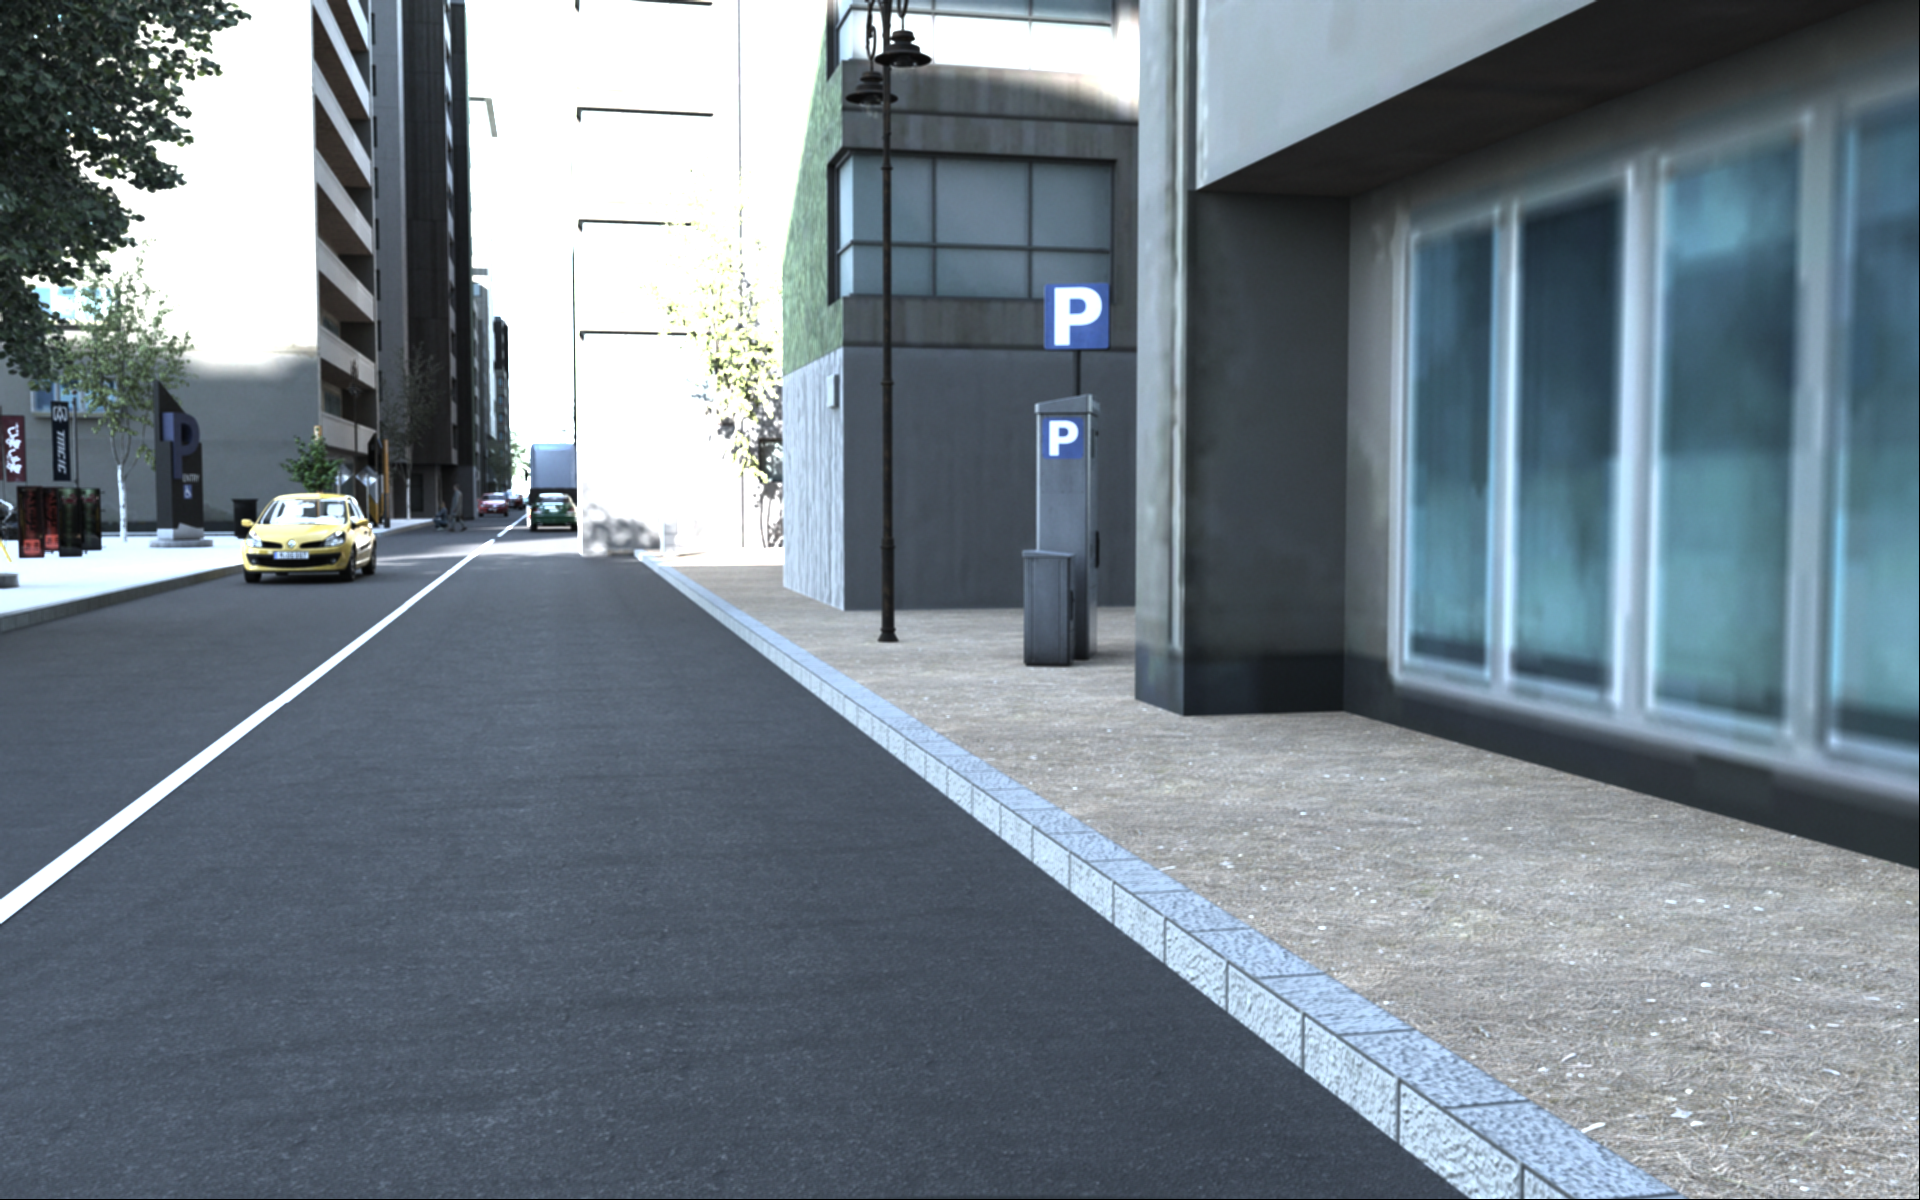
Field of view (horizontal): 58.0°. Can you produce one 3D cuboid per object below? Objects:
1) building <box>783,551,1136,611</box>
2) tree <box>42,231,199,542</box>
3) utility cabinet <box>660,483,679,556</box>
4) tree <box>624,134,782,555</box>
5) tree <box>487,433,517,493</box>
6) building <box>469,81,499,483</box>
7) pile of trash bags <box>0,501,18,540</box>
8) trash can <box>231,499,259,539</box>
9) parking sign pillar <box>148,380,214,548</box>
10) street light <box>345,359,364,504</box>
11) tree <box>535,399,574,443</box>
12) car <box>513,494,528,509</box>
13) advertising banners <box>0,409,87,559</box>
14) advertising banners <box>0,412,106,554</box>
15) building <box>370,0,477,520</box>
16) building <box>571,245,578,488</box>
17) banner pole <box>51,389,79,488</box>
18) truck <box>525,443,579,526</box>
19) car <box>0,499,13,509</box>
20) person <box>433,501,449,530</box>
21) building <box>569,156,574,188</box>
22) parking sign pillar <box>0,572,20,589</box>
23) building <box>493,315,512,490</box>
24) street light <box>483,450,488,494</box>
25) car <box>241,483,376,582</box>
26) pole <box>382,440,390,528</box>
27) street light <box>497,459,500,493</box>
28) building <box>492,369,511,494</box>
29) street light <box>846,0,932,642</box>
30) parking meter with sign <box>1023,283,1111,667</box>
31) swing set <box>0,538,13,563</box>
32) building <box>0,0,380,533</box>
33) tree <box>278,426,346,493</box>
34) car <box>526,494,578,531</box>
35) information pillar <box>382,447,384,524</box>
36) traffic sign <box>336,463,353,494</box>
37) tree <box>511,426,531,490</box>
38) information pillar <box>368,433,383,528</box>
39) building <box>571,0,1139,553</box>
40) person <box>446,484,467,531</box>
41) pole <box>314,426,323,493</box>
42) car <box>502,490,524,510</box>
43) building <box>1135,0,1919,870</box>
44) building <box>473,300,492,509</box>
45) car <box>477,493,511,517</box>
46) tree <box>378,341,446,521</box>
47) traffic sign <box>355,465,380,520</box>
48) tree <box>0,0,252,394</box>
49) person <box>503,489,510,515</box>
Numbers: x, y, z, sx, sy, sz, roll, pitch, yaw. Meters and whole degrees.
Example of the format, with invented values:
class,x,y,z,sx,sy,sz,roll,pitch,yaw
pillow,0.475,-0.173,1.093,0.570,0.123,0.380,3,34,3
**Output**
class,x,y,z,sx,sy,sz,roll,pitch,yaw
building,4.002,-20.941,25.982,14.154,41.232,14.086,-1,4,-13
tree,-22.208,-5.834,45.751,4.737,8.622,4.395,0,3,0
utility cabinet,-5.967,-1.647,35.610,0.318,1.500,1.173,-1,4,-13
tree,-4.829,-5.259,36.351,4.737,8.622,4.395,0,3,0
tree,-55.290,-15.740,207.717,4.360,8.622,3.978,0,3,0
building,-74.176,-38.763,223.007,28.713,52.752,27.495,-1,4,-13
pile of trash bags,-27.578,-2.315,47.609,3.447,1.369,1.912,-3,5,-42
trash can,-20.452,-2.319,49.565,0.748,1.137,0.748,0,3,0
parking sign pillar,-18.801,-3.255,41.696,1.447,3.967,1.447,0,4,8
street light,-20.735,-5.302,59.470,0.468,5.910,1.993,-1,4,-13
tree,-48.175,-18.778,217.393,12.009,13.543,11.850,0,3,0
car,-42.693,-9.803,169.075,1.959,1.807,4.718,-1,4,-15
advertising banners,-18.617,-2.356,34.705,0.090,3.025,2.074,3,5,40
advertising banners,-20.358,-2.610,38.857,2.074,3.025,0.090,-2,4,-29
building,-33.620,-19.623,92.542,14.160,30.474,14.107,-1,4,-13
building,-38.231,-26.385,203.090,14.160,30.474,14.107,-1,4,-13
banner pole,-21.256,-3.135,41.267,0.401,3.779,0.863,2,4,25
truck,-19.925,-5.822,84.955,2.967,4.110,18.799,-1,4,-13
car,-29.975,-2.623,53.111,3.980,1.641,2.015,-1,4,-11
person,-20.795,-3.370,69.093,0.738,1.151,1.012,0,4,-2
building,-44.791,-41.353,265.356,28.713,52.752,27.495,-1,4,-13
parking sign pillar,-13.690,-2.148,23.584,1.447,3.967,1.447,-2,4,-32
building,-78.452,-30.699,273.635,14.160,30.474,14.107,-1,4,-13
street light,-47.156,-12.192,172.124,0.468,5.910,1.993,-1,4,-13
car,-11.020,-1.175,29.431,2.015,1.641,3.980,-1,4,-11
pole,-21.468,-4.340,64.795,0.158,3.312,0.155,0,3,0
street light,-57.271,-14.828,215.219,0.468,5.910,1.993,-1,4,-13
building,-79.912,-24.862,251.525,27.650,21.520,28.899,-1,4,-13
street light,-0.626,-2.575,14.895,0.468,5.910,1.993,-1,4,-13
parking meter with sign,0.823,-1.061,13.617,0.543,3.016,1.738,1,4,10
swing set,-19.021,-2.036,30.911,2.862,2.851,3.119,0,4,-6
building,-34.516,-27.008,65.278,21.300,48.544,21.600,-1,4,-13
tree,-18.322,-3.360,49.538,1.663,3.219,1.824,0,3,0
car,-15.997,-3.452,68.233,2.131,1.459,4.920,-1,4,-13
information pillar,-24.520,-5.014,73.333,0.183,3.616,0.504,-3,4,-36
traffic sign,-18.440,-2.927,51.495,0.795,2.450,0.064,-1,4,-13
tree,-74.415,-22.582,287.343,7.486,12.596,7.792,0,3,0
information pillar,-22.435,-4.579,66.218,0.504,3.616,0.183,3,4,39
building,-3.436,-22.220,46.884,14.154,41.232,14.086,-1,4,-13
person,-19.478,-3.571,66.981,0.767,1.812,0.694,-1,4,-10
pole,-19.194,-3.549,51.866,0.158,3.312,0.155,0,3,0
car,-40.442,-9.013,156.032,2.281,1.827,5.304,-1,4,-13
building,13.857,-23.111,1.569,21.300,48.544,21.600,-1,4,-13
building,-59.453,-19.471,163.390,27.650,21.520,28.899,-1,4,-13
car,-29.844,-6.223,110.781,2.155,1.783,4.494,-1,4,-14
tree,-26.760,-8.125,83.211,4.360,8.622,3.978,0,3,0
traffic sign,-20.263,-3.402,59.270,0.795,2.450,0.064,-1,4,-13
tree,-11.018,-6.704,16.271,9.857,13.997,8.962,0,3,0
person,-29.945,-6.458,114.434,0.444,1.785,0.601,0,4,6
